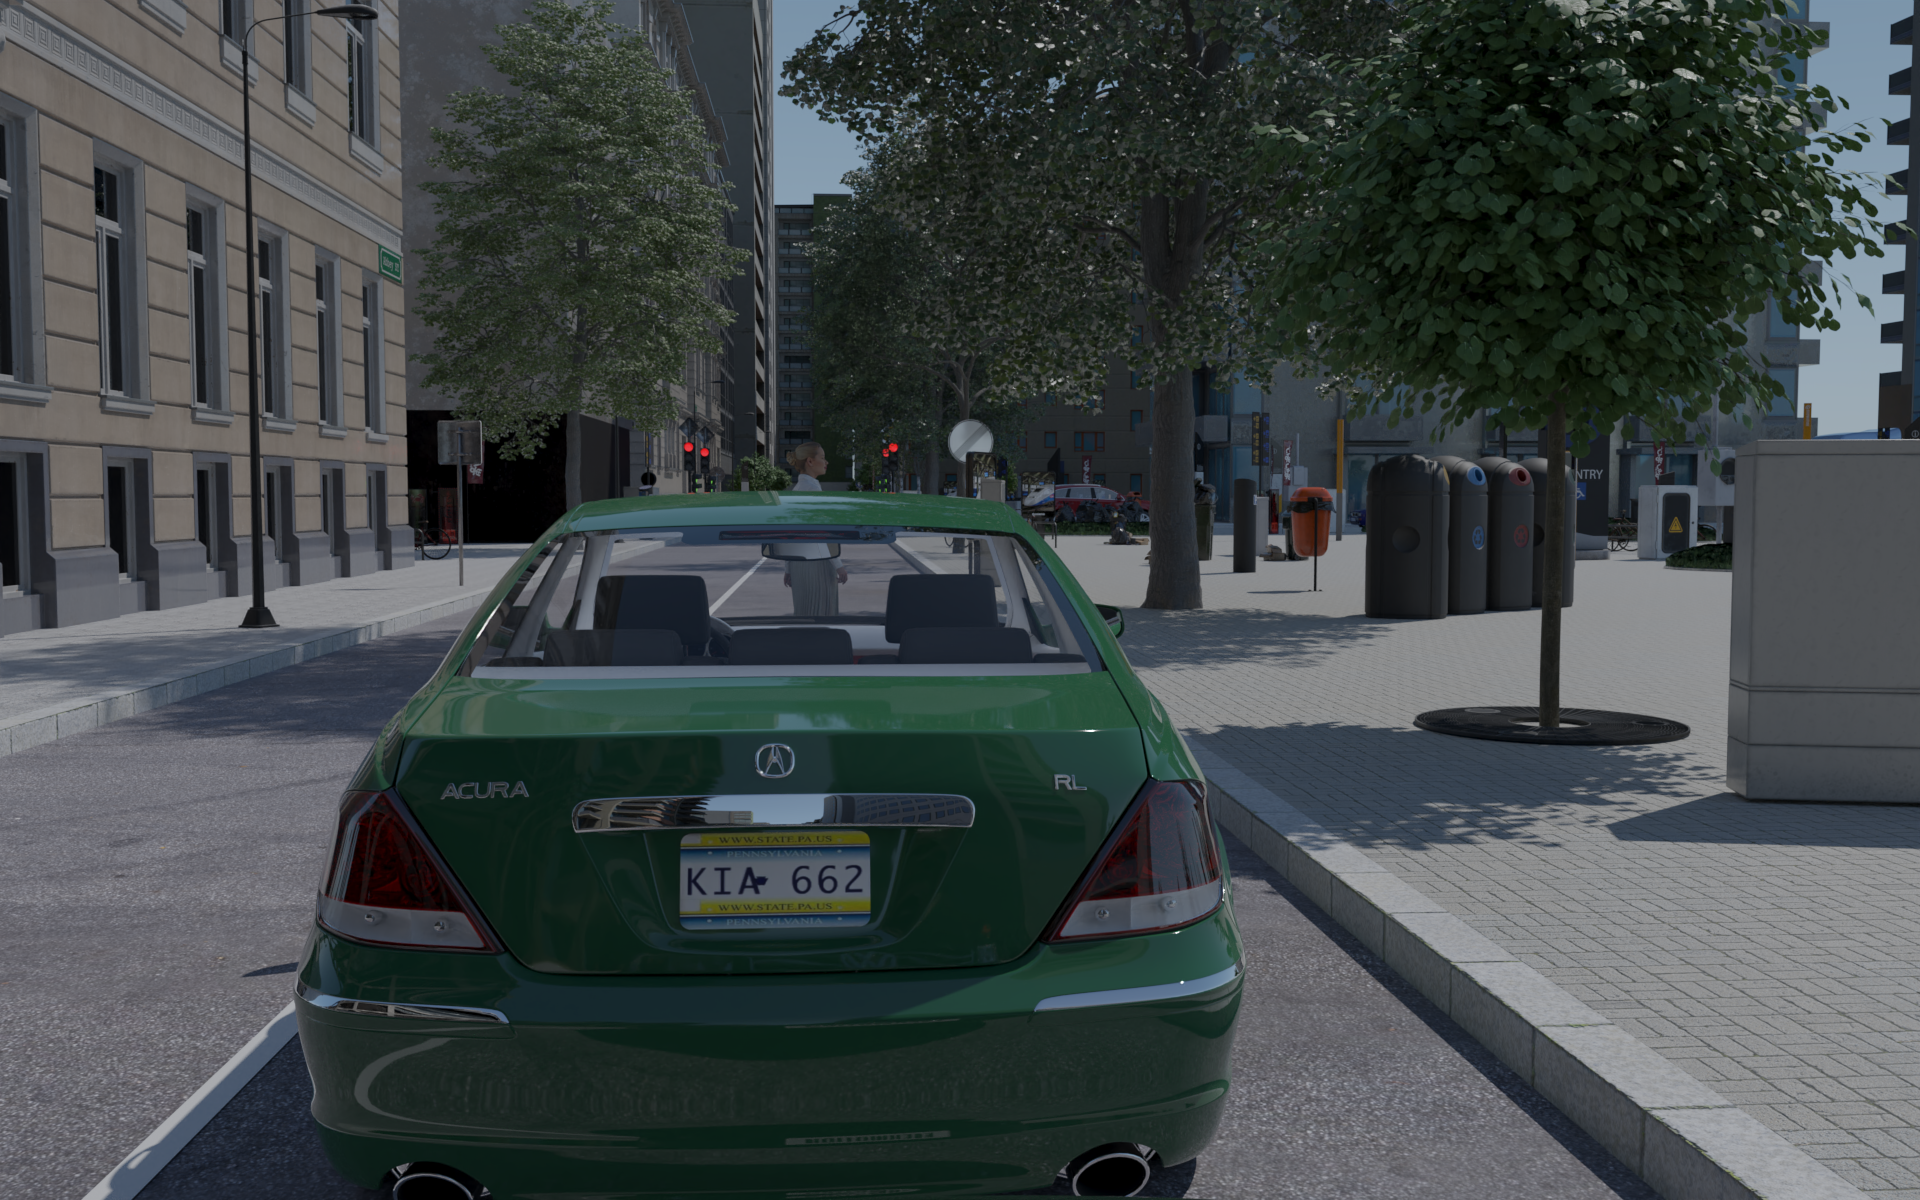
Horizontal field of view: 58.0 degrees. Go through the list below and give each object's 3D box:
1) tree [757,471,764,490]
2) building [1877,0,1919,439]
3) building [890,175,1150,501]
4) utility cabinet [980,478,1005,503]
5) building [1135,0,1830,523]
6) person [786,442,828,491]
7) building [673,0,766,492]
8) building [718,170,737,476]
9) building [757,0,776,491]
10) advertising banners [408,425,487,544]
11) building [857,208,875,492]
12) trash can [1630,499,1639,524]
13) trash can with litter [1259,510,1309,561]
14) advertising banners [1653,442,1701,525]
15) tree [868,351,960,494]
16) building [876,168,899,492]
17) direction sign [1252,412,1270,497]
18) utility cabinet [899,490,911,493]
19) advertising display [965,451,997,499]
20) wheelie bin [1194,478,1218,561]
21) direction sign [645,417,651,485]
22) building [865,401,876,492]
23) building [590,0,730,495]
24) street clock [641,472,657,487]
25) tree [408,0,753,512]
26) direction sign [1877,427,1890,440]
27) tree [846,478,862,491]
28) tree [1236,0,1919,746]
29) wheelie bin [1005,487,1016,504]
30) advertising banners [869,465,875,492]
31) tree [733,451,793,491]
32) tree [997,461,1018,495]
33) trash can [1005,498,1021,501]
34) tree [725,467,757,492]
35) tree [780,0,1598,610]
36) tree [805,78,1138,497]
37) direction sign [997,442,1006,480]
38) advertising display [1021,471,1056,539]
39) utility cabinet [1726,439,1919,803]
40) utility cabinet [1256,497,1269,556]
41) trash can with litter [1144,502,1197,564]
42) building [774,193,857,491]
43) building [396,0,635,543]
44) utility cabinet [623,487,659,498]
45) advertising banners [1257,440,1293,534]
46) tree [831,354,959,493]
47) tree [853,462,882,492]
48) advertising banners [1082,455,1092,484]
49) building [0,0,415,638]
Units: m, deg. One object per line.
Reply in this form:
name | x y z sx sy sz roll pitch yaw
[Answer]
tree | -15.040 -7.943 124.470 1.663 3.219 1.824 0 3 0
building | 54.503 -26.358 81.061 14.200 45.320 14.600 0 4 -4
building | 9.470 -16.653 117.311 27.650 21.520 28.899 0 4 -4
utility cabinet | 0.475 -0.962 24.404 0.318 1.500 1.173 0 4 4
building | 23.813 -28.444 84.665 30.456 49.044 23.786 0 4 -4
person | -1.102 -0.211 12.171 0.641 1.798 0.478 -1 4 -11
building | -28.672 -32.501 155.088 21.300 48.544 21.600 0 4 -4
building | -24.535 -20.544 129.408 14.314 27.812 24.014 0 4 -4
building | -32.909 -47.077 207.964 20.611 71.187 20.563 0 4 -4
advertising banners | -13.076 -2.931 44.117 2.074 3.025 0.090 0 4 -5
building | -7.595 -33.935 238.430 14.086 41.232 14.154 0 4 -4
trash can | 21.682 -2.661 55.158 0.748 1.137 0.748 0 3 0
trash can with litter | 6.329 -1.342 33.321 1.055 1.170 0.624 -2 4 -25
advertising banners | 23.514 -3.713 56.889 0.090 3.025 2.074 -1 4 -22
tree | -2.569 -8.001 81.181 4.360 8.622 3.978 0 3 0
building | -0.646 -23.487 155.721 14.160 30.474 14.107 0 4 -4
direction sign | 8.312 -3.422 47.946 0.379 3.537 0.876 3 5 40
utility cabinet | -3.362 -5.632 100.759 1.173 1.500 0.318 -3 5 -44
advertising display | 0.327 -1.300 26.469 0.123 1.923 0.974 1 4 23
wheelie bin | 4.625 -1.571 33.589 0.693 1.594 0.980 1 4 15
direction sign | -9.032 -3.559 50.187 0.379 3.537 0.876 0 4 -1
building | 4.601 -20.397 178.531 27.650 21.520 28.899 0 4 -4
building | -21.513 -19.451 105.416 14.401 28.519 23.554 0 4 -4
street clock | -10.195 -3.193 56.777 0.471 2.002 0.358 1 4 8
tree | -8.431 -7.420 39.440 7.486 12.596 7.792 0 3 0
direction sign | 31.520 -4.110 59.189 0.379 3.537 0.876 0 4 5
tree | -12.732 -13.105 208.864 1.663 3.219 1.824 0 3 0
tree | 3.285 -1.566 9.315 4.285 4.588 4.351 0 3 0
wheelie bin | 2.862 -5.629 99.942 0.980 1.594 0.693 3 5 45
advertising banners | -5.312 -6.526 102.887 0.090 3.025 2.074 -1 4 -16
tree | -15.377 -8.971 130.397 4.285 4.588 4.351 0 3 0
tree | 2.498 -5.871 90.600 1.663 3.219 1.824 0 3 0
trash can | 2.191 -3.654 71.391 0.748 1.137 0.748 0 3 0
tree | -15.572 -7.785 121.889 1.663 3.219 1.824 0 3 0
tree | 2.511 -6.876 19.082 9.857 13.997 8.962 0 3 0
tree | 0.305 -6.293 37.306 7.601 10.594 8.767 -1 4 -16
direction sign | 1.716 -5.029 74.221 0.379 3.537 0.876 -3 4 -36
advertising display | 2.206 -2.672 48.902 0.974 1.923 0.123 0 4 -6
utility cabinet | 3.861 0.091 7.199 1.173 1.500 0.318 1 4 9
utility cabinet | 6.164 -1.537 36.300 0.306 1.237 1.020 0 4 -8
trash can with litter | 3.801 -1.235 31.574 0.624 1.170 1.055 -3 5 -41
building | -21.652 -33.880 237.526 14.086 41.232 14.154 0 4 -4
building | -19.108 -11.309 52.353 16.811 18.784 16.820 0 4 -4
utility cabinet | -9.689 -2.695 52.738 1.173 1.500 0.318 2 4 31
advertising banners | 10.033 -3.622 55.407 2.074 3.025 0.090 -3 5 -43
tree | -3.473 -10.870 95.849 7.486 12.596 7.792 0 3 0
tree | -6.738 -9.418 137.700 4.285 4.588 4.351 0 3 0
advertising banners | 5.086 -5.034 78.490 2.074 3.025 0.090 2 4 35
building | -15.146 -14.299 19.694 13.634 28.700 20.117 0 4 -4
